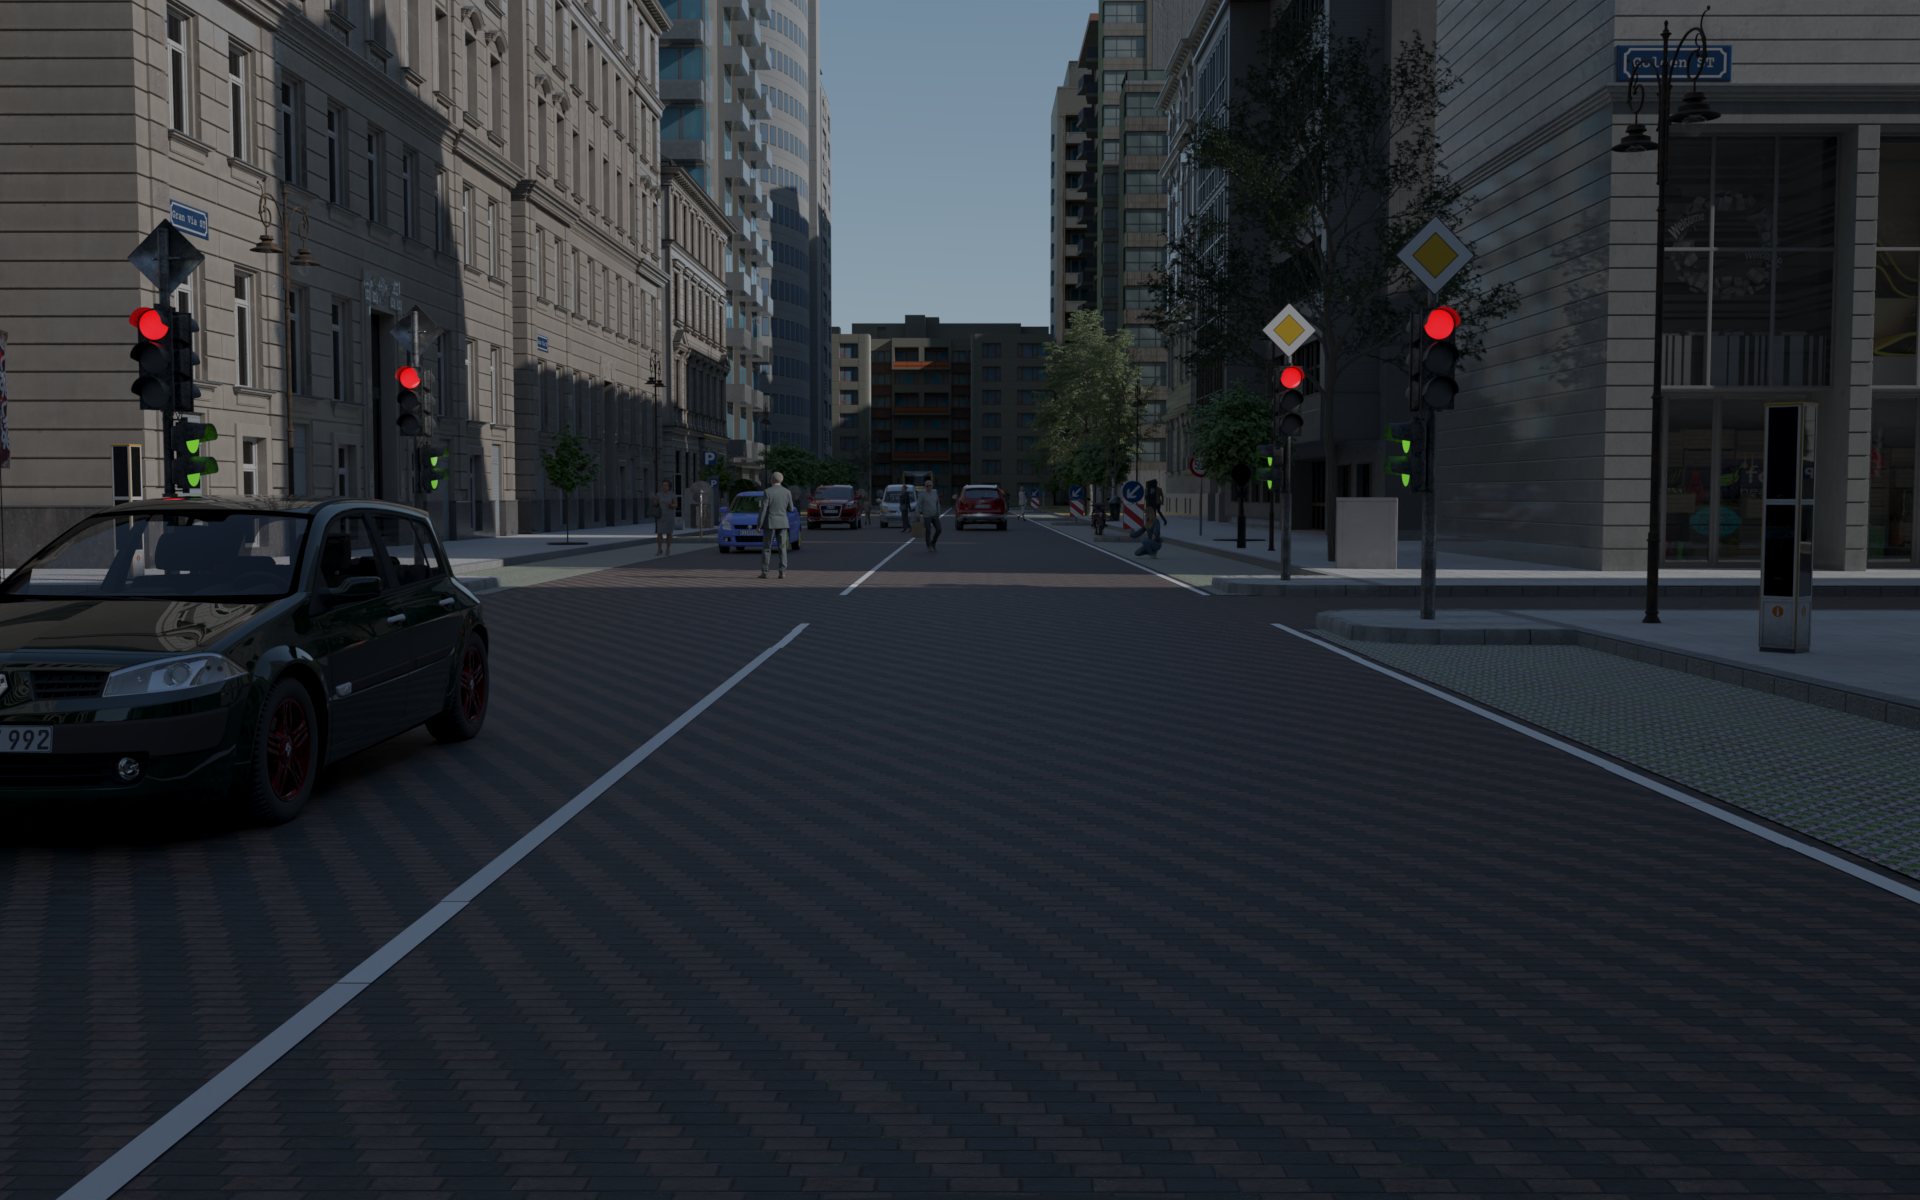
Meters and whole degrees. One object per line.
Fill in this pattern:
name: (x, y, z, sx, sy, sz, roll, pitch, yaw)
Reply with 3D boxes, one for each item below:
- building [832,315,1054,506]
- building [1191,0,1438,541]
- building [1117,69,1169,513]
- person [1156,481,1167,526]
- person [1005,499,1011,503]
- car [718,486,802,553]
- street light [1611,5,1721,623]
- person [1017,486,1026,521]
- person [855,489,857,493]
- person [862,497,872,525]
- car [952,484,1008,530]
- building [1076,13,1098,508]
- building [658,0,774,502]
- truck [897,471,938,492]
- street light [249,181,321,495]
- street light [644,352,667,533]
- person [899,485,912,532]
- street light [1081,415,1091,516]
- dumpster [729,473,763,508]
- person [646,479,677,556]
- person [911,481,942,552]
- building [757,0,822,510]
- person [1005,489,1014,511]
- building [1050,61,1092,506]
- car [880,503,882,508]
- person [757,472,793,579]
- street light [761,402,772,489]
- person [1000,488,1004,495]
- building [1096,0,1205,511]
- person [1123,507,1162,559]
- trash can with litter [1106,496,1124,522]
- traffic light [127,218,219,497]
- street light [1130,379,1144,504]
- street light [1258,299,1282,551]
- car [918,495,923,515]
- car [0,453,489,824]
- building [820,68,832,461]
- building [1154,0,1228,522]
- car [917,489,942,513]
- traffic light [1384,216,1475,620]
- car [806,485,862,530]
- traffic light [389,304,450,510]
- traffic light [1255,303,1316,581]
building: (-4.218, -21.758, 200.783, 28.899, 21.520, 27.650, 0, 4, 0)
building: (17.228, -14.845, 61.777, 14.314, 24.678, 30.058, 0, 4, 0)
building: (17.959, -21.399, 121.574, 14.160, 30.474, 14.107, 0, 4, 0)
person: (8.058, -3.951, 70.552, 0.836, 1.842, 0.656, 1, 4, 22)
person: (3.306, -7.129, 128.277, 0.991, 1.433, 0.599, -1, 4, -23)
car: (-4.980, -2.058, 43.246, 1.945, 1.707, 3.694, 0, 4, 2)
street light: (6.889, -2.709, 17.072, 0.468, 5.910, 1.993, 0, 4, 0)
person: (3.269, -5.125, 92.165, 0.818, 1.842, 0.514, -3, 5, -43)
person: (-9.680, -9.329, 159.377, 0.742, 1.727, 0.445, 3, 4, 38)
person: (-4.341, -4.172, 80.985, 0.475, 1.303, 0.640, 0, 4, 8)
car: (0.824, -3.741, 69.834, 2.281, 1.827, 5.304, 0, 4, -1)
building: (22.024, -30.804, 158.264, 22.147, 44.769, 28.867, 0, 4, 0)
building: (-24.553, -30.336, 115.601, 23.786, 49.044, 30.456, 0, 4, 0)
truck: (-3.647, -9.448, 150.395, 3.469, 3.379, 9.791, 0, 4, -1)
street light: (-10.067, -3.254, 25.986, 0.468, 5.910, 1.993, 0, 4, 0)
street light: (-9.897, -5.114, 56.406, 0.468, 5.910, 1.993, 0, 4, 0)
person: (-2.021, -3.434, 65.065, 0.534, 1.772, 0.576, 0, 4, -2)
street light: (7.310, -7.807, 100.425, 0.468, 5.910, 1.993, 0, 4, 0)
dumpster: (-9.912, -4.720, 79.662, 1.502, 2.255, 1.985, 0, 4, 0)
person: (-6.913, -1.908, 40.061, 0.716, 1.782, 0.532, 0, 4, 5)
person: (-0.845, -2.085, 43.076, 0.782, 1.767, 0.515, -2, 4, -30)
building: (-23.313, -36.855, 144.585, 21.231, 58.520, 28.212, 0, 4, 0)
person: (4.046, -8.467, 146.952, 1.348, 1.822, 0.705, -3, 5, -43)
building: (21.021, -35.117, 197.869, 21.600, 48.544, 21.300, 0, 4, 0)
car: (-4.948, -7.174, 129.657, 2.083, 1.381, 4.827, 0, 4, 2)
person: (-3.174, -1.270, 29.437, 0.661, 1.801, 0.590, -2, 4, -32)
street light: (-9.753, -6.995, 87.153, 0.468, 5.910, 1.993, 0, 4, 0)
person: (2.696, -6.382, 112.871, 0.705, 1.821, 1.348, -1, 4, -16)
building: (17.703, -27.688, 136.296, 14.154, 41.232, 14.086, 0, 4, 0)
person: (4.134, -1.470, 38.031, 0.738, 1.151, 1.012, -1, 4, -21)
trash can with litter: (7.203, -4.273, 81.243, 0.624, 1.170, 1.055, 2, 4, 33)
traffic light: (-8.080, -1.761, 17.708, 0.839, 4.253, 0.868, 0, 4, 0)
street light: (7.110, -5.918, 69.548, 0.468, 5.910, 1.993, 0, 4, 0)
street light: (7.033, -4.046, 38.942, 0.468, 5.910, 1.993, 0, 4, 0)
car: (-3.492, -6.767, 122.646, 2.014, 1.417, 4.499, 0, 4, -1)
car: (-3.723, 0.062, 8.768, 2.009, 1.686, 4.222, 0, 4, 2)
building: (-19.557, -29.537, 166.519, 14.086, 41.232, 14.154, 0, 4, 0)
building: (17.967, -18.418, 88.518, 14.401, 28.519, 23.554, 0, 4, 0)
car: (-2.480, -7.562, 132.306, 2.281, 1.827, 5.304, 0, 4, -1)
traffic light: (4.781, -1.758, 17.657, 0.839, 4.253, 0.868, 0, 4, 0)
car: (-5.144, -3.837, 71.409, 2.281, 1.827, 5.304, 0, 4, 0)
traffic light: (-8.038, -2.249, 25.693, 0.839, 4.253, 0.868, 0, 4, 0)
traffic light: (4.823, -2.246, 25.642, 0.839, 4.253, 0.868, 0, 4, 0)
